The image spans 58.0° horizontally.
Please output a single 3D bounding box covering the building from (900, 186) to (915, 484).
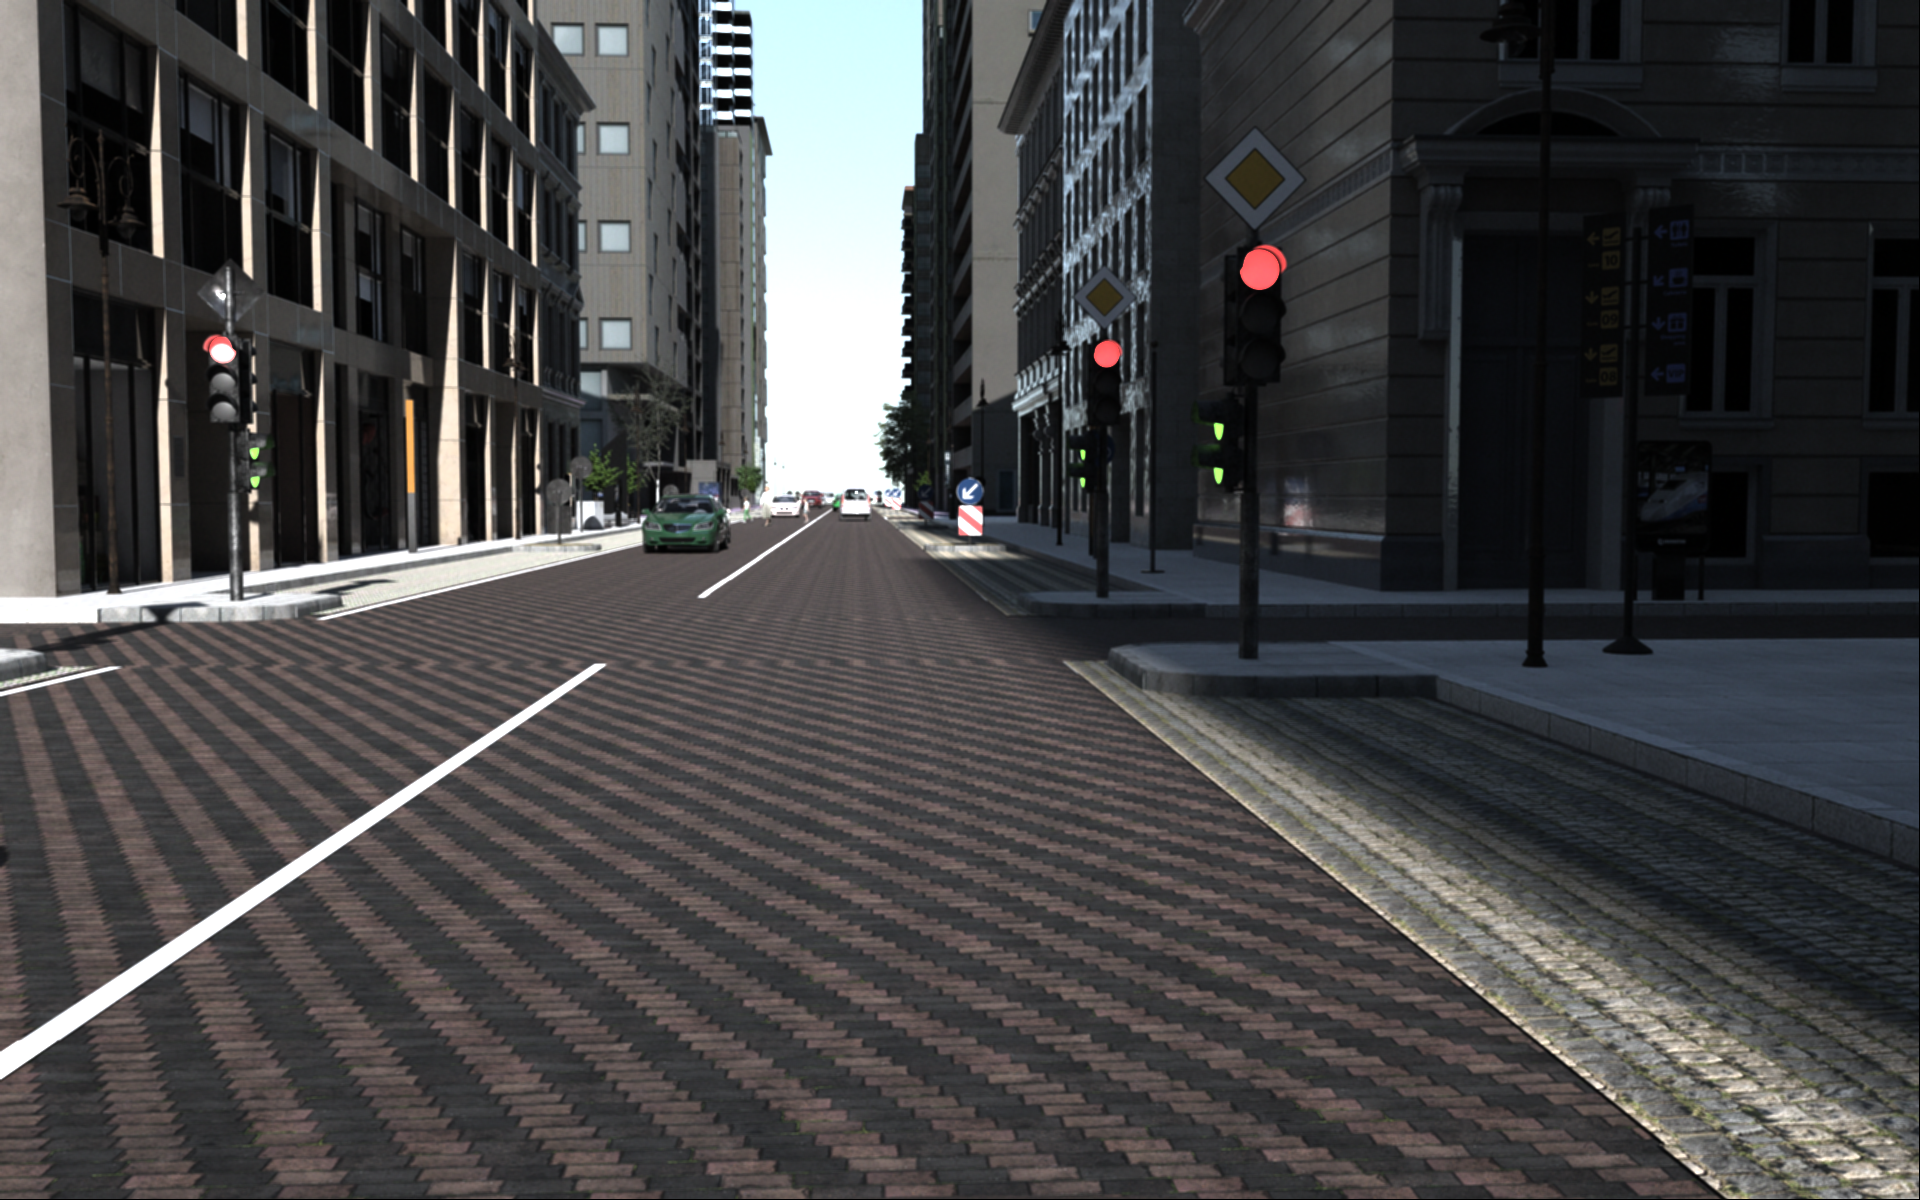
[{"bbox_3d":[2.951,-35.911,241.765,22.147,44.769,28.867,0,4,-3],"label":"building"}]

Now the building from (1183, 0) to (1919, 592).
[{"bbox_3d":[14.860,-14.850,28.707,20.117,28.700,13.634,0,4,-3],"label":"building"}]

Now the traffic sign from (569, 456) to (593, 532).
[{"bbox_3d":[-12.663,-3.534,57.890,0.768,2.556,0.104,0,4,-3],"label":"traffic sign"}]

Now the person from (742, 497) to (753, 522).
[{"bbox_3d":[-10.744,-4.575,87.548,0.590,1.304,0.306,1,4,14],"label":"person"}]

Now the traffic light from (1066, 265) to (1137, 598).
[{"bbox_3d":[1.750,-1.986,21.387,0.839,4.253,0.868,0,4,-3],"label":"traffic light"}]

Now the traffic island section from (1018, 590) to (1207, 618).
[{"bbox_3d":[1.791,0.048,21.503,2.009,0.180,2.903,0,4,-3],"label":"traffic island section"}]

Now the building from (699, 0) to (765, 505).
[{"bbox_3d":[-34.534,-54.719,207.328,22.319,86.520,31.000,0,4,-3],"label":"building"}]

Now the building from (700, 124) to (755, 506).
[{"bbox_3d":[-29.626,-30.750,186.362,14.154,41.232,14.086,0,4,-3],"label":"building"}]

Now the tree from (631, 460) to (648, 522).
[{"bbox_3d":[-15.391,-5.279,80.917,1.663,3.219,1.824,0,3,0],"label":"tree"}]

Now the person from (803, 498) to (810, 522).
[{"bbox_3d":[-7.710,-4.522,87.442,0.382,1.210,0.505,-1,4,-22],"label":"person"}]

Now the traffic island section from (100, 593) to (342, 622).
[{"bbox_3d":[-8.731,0.086,20.871,2.009,0.180,2.903,0,4,-3],"label":"traffic island section"}]

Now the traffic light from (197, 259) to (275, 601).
[{"bbox_3d":[-8.691,-1.946,20.739,0.839,4.253,0.868,0,4,-3],"label":"traffic light"}]

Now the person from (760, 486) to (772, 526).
[{"bbox_3d":[-8.651,-4.224,77.794,0.478,1.798,0.641,2,4,32],"label":"person"}]

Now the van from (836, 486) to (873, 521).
[{"bbox_3d":[-5.615,-5.237,92.641,2.013,2.044,4.112,0,4,-5],"label":"van"}]

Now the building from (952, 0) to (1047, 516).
[{"bbox_3d":[10.720,-29.813,111.145,21.300,48.544,21.600,0,4,-3],"label":"building"}]

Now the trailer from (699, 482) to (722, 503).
[{"bbox_3d":[-12.025,-4.664,83.304,1.471,1.999,3.904,0,4,-4],"label":"trailer"}]

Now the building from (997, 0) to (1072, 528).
[{"bbox_3d":[7.045,-13.797,76.492,10.553,20.767,40.483,0,4,-3],"label":"building"}]

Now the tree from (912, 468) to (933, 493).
[{"bbox_3d":[-2.487,-8.133,127.569,1.663,3.219,1.824,0,3,0],"label":"tree"}]

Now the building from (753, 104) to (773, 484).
[{"bbox_3d":[-40.425,-39.634,237.248,28.713,52.752,27.495,0,4,-3],"label":"building"}]

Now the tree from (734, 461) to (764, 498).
[{"bbox_3d":[-21.060,-11.525,172.153,4.285,4.588,4.351,0,3,0],"label":"tree"}]

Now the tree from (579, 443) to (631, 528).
[{"bbox_3d":[-13.790,-4.329,65.389,1.663,3.219,1.824,0,3,0],"label":"tree"}]

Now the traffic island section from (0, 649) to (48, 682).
[{"bbox_3d":[-8.247,0.574,12.900,2.009,0.180,2.903,0,4,-3],"label":"traffic island section"}]

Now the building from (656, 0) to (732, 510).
[{"bbox_3d":[-28.316,-42.433,132.038,20.563,71.187,20.611,0,4,-3],"label":"building"}]

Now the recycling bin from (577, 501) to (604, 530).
[{"bbox_3d":[-13.280,-3.039,62.237,0.722,1.027,0.722,1,4,21],"label":"recycling bin"}]

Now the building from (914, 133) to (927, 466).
[{"bbox_3d":[1.722,-31.567,199.713,14.154,41.232,14.086,0,4,-3],"label":"building"}]

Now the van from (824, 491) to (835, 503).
[{"bbox_3d":[-17.472,-13.678,230.651,2.013,2.044,4.112,0,4,-4],"label":"van"}]

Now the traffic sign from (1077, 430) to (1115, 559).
[{"bbox_3d":[2.680,-2.090,34.274,0.768,2.556,0.104,0,4,-2],"label":"traffic sign"}]

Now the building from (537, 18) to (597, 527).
[{"bbox_3d":[-20.940,-13.988,64.861,11.583,22.565,21.152,0,4,-3],"label":"building"}]

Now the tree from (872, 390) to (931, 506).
[{"bbox_3d":[-5.756,-16.546,188.652,7.486,12.596,7.792,0,3,0],"label":"tree"}]

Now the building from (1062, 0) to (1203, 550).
[{"bbox_3d":[9.031,-11.817,47.956,10.420,20.320,16.860,0,4,-3],"label":"building"}]

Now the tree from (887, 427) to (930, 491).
[{"bbox_3d":[-5.247,-14.164,181.937,4.360,8.622,3.978,0,3,0],"label":"tree"}]

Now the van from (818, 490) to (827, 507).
[{"bbox_3d":[-15.792,-11.339,192.407,2.013,2.044,4.112,0,4,-4],"label":"van"}]

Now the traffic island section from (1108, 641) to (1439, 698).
[{"bbox_3d":[2.275,0.535,13.533,2.009,0.180,2.903,0,4,-3],"label":"traffic island section"}]

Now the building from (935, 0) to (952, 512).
[{"bbox_3d":[4.878,-28.126,143.460,14.154,41.232,14.086,0,4,-3],"label":"building"}]

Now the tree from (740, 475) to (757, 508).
[{"bbox_3d":[-19.225,-10.116,159.999,1.663,3.219,1.824,0,3,0],"label":"tree"}]

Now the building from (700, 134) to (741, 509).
[{"bbox_3d":[-36.456,-28.330,155.080,32.217,40.220,23.993,0,4,-3],"label":"building"}]

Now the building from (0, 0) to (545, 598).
[{"bbox_3d":[-21.828,-14.222,37.039,19.350,26.468,34.151,0,4,-3],"label":"building"}]

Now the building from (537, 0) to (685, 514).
[{"bbox_3d":[-31.744,-31.749,108.342,28.713,52.752,27.495,0,4,-3],"label":"building"}]

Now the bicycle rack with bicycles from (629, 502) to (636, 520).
[{"bbox_3d":[-16.862,-4.310,83.850,2.852,0.926,2.925,-1,4,-18],"label":"bicycle rack with bicycles"}]

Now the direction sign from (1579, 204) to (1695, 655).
[{"bbox_3d":[5.399,-1.340,13.901,0.876,3.537,0.379,3,5,43],"label":"direction sign"}]

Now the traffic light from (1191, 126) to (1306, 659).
[{"bbox_3d":[2.235,-1.498,13.416,0.839,4.253,0.868,0,4,-3],"label":"traffic light"}]

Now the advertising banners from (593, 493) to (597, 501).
[{"bbox_3d":[-19.442,-5.858,91.968,0.090,3.025,2.074,0,4,-4],"label":"advertising banners"}]

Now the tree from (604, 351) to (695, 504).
[{"bbox_3d":[-15.600,-8.413,87.916,4.360,8.622,3.978,0,3,0],"label":"tree"}]
